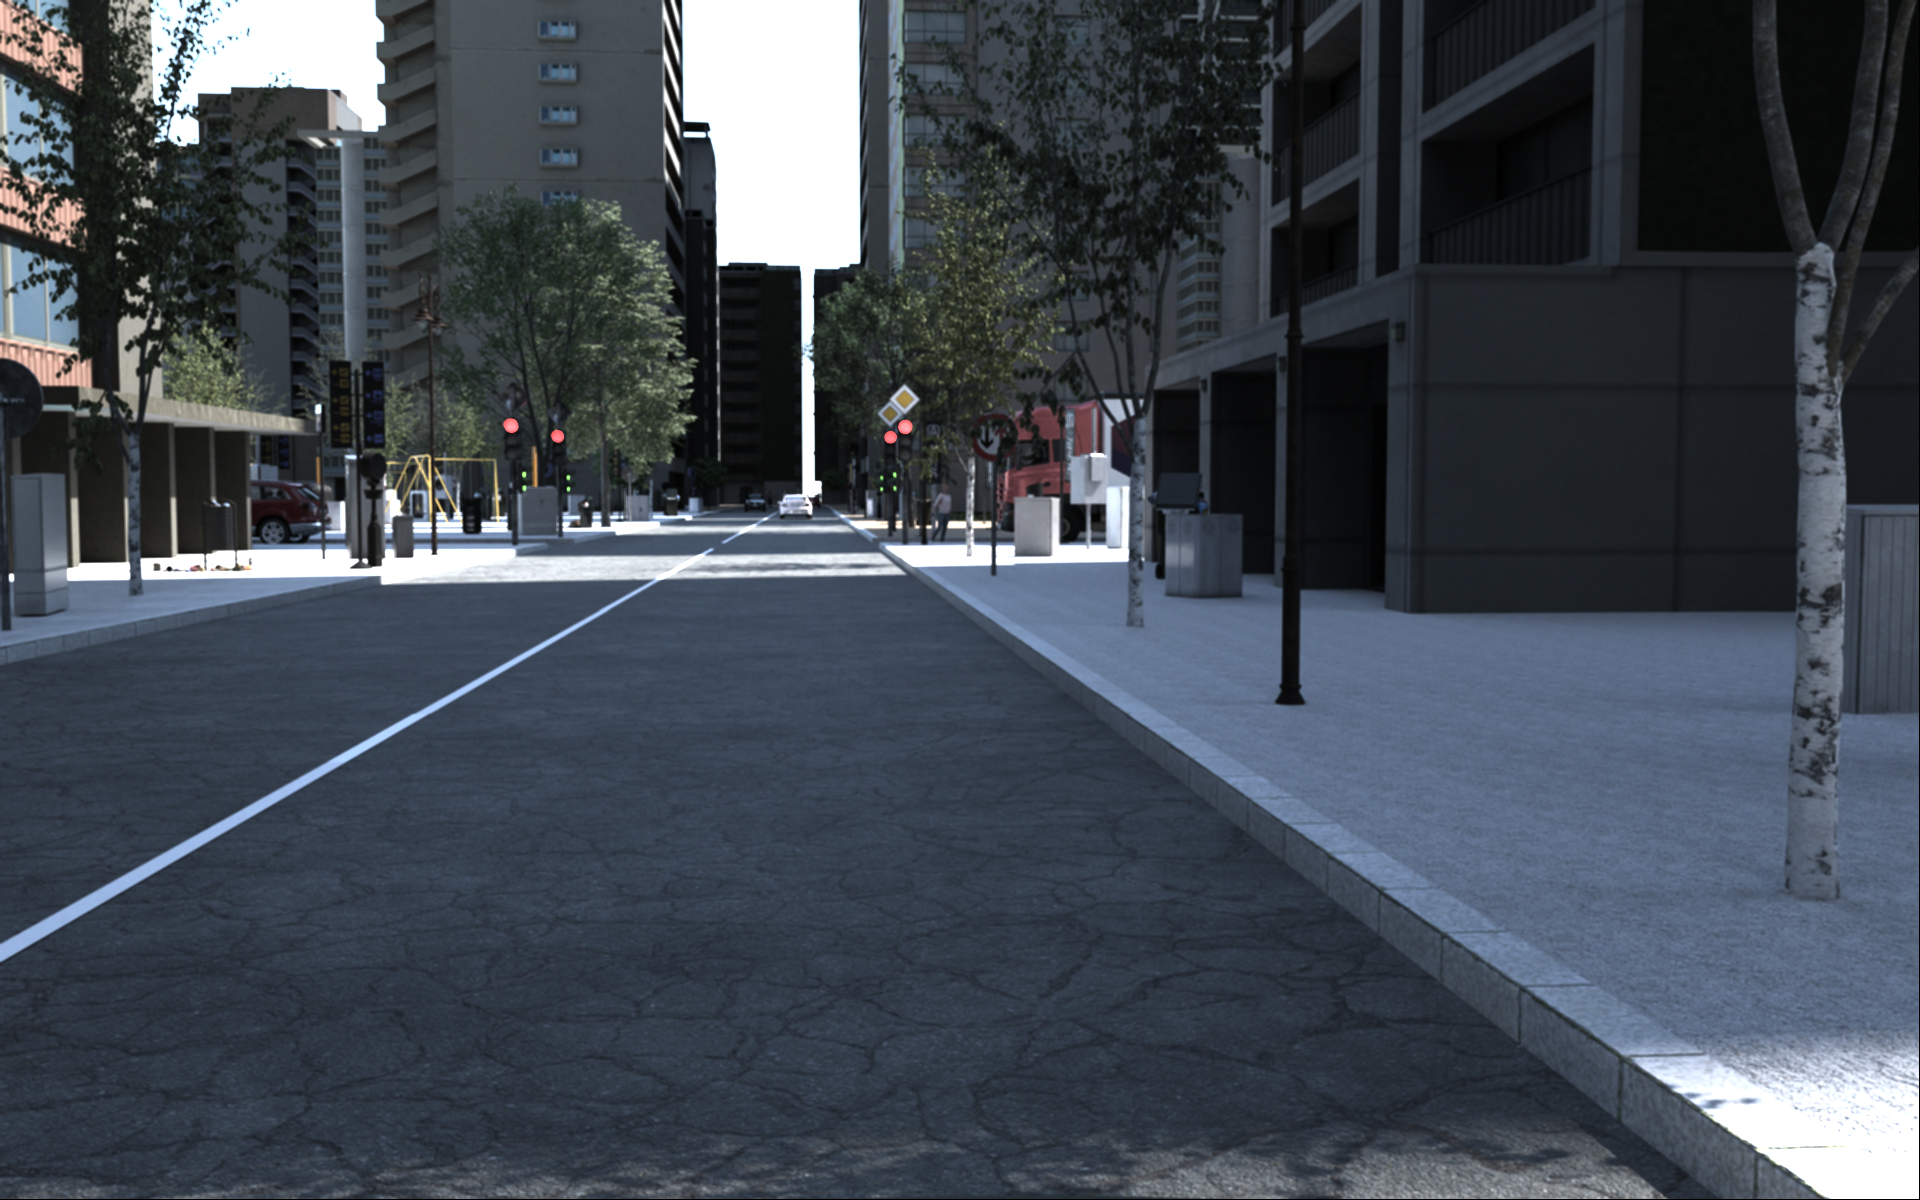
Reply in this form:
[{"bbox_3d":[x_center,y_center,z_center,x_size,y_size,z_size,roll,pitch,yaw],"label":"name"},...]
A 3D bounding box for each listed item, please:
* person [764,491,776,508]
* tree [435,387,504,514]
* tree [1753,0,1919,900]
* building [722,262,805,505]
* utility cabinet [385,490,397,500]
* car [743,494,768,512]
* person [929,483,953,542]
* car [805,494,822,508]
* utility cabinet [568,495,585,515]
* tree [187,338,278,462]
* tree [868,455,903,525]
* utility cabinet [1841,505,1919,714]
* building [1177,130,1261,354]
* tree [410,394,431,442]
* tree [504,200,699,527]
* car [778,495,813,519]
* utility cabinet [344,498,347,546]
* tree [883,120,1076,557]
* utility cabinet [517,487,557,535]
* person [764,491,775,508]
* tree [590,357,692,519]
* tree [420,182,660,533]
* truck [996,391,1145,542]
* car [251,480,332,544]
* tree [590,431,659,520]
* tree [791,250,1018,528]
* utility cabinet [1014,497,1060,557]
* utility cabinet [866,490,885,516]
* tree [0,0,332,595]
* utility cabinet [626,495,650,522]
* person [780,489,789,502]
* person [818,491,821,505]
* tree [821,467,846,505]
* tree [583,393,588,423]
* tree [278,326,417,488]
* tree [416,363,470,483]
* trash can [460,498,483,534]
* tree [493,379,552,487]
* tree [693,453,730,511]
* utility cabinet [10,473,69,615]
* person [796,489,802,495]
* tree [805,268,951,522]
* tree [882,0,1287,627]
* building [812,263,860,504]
[{"bbox_3d":[-20.205,-10.697,184.127,1.217,1.736,0.721,-1,4,-17],"label":"person"},{"bbox_3d":[-33.138,-10.023,114.244,4.737,8.622,4.395,0,3,0],"label":"tree"},{"bbox_3d":[2.718,-3.345,5.046,4.360,8.622,3.978,0,3,0],"label":"tree"},{"bbox_3d":[-26.753,-27.321,218.395,14.107,30.474,14.160,0,4,-5],"label":"building"},{"bbox_3d":[-29.529,-4.946,89.544,0.318,1.500,1.173,0,4,6],"label":"utility cabinet"},{"bbox_3d":[-16.732,-8.056,141.500,2.009,1.686,4.222,0,4,-6],"label":"car"},{"bbox_3d":[-0.594,-2.327,47.225,0.598,1.740,0.731,2,4,32],"label":"person"},{"bbox_3d":[-15.562,-10.563,181.750,2.155,1.783,4.494,0,4,-3],"label":"car"},{"bbox_3d":[-23.451,-5.798,105.952,1.020,1.237,0.306,-3,5,-42],"label":"utility cabinet"},{"bbox_3d":[-34.166,-8.024,81.560,4.360,8.622,3.978,0,3,0],"label":"tree"},{"bbox_3d":[-2.829,-4.788,72.887,1.663,3.219,1.824,0,3,0],"label":"tree"},{"bbox_3d":[5.691,0.054,10.276,1.020,1.237,0.306,-1,4,-12],"label":"utility cabinet"},{"bbox_3d":[34.851,-30.365,188.344,23.993,40.220,32.217,0,4,-5],"label":"building"},{"bbox_3d":[-35.645,-9.618,107.618,4.737,8.622,4.395,0,3,0],"label":"tree"},{"bbox_3d":[-14.300,-9.146,67.658,7.486,12.596,7.792,0,3,0],"label":"tree"},{"bbox_3d":[-9.593,-5.424,101.039,2.083,1.381,4.827,0,4,-6],"label":"car"},{"bbox_3d":[-15.035,-1.970,43.364,0.306,1.237,1.020,0,4,8],"label":"utility cabinet"},{"bbox_3d":[0.269,-5.185,35.136,4.737,8.622,4.395,0,3,0],"label":"tree"},{"bbox_3d":[-13.036,-2.739,53.461,1.173,1.500,0.318,-3,4,-39],"label":"utility cabinet"},{"bbox_3d":[-20.086,-10.606,182.622,1.217,1.736,0.721,-1,4,-20],"label":"person"},{"bbox_3d":[-16.123,-8.578,90.612,4.737,8.622,4.395,0,3,0],"label":"tree"},{"bbox_3d":[-13.805,-8.040,57.205,9.928,11.665,9.643,0,3,0],"label":"tree"},{"bbox_3d":[6.035,-3.651,48.615,11.283,4.237,2.839,0,4,-5],"label":"truck"},{"bbox_3d":[-20.076,-2.379,47.568,5.304,1.827,2.281,0,4,-3],"label":"car"},{"bbox_3d":[-16.348,-6.182,84.782,4.285,4.588,4.351,0,3,0],"label":"tree"},{"bbox_3d":[-1.920,-8.038,65.833,8.767,10.594,7.601,-1,4,-18],"label":"tree"},{"bbox_3d":[1.585,-1.498,35.661,1.020,1.237,0.306,3,5,44],"label":"utility cabinet"},{"bbox_3d":[-4.822,-5.577,99.862,1.173,1.500,0.318,-1,4,-20],"label":"utility cabinet"},{"bbox_3d":[-10.437,-4.383,22.022,4.737,8.622,4.395,0,3,0],"label":"tree"},{"bbox_3d":[-15.074,-4.276,81.072,1.020,1.237,0.306,0,4,8],"label":"utility cabinet"},{"bbox_3d":[-12.251,-6.834,120.586,0.716,1.782,0.532,2,4,32],"label":"person"},{"bbox_3d":[-16.213,-11.639,199.461,0.621,1.740,0.551,-1,4,-17],"label":"person"},{"bbox_3d":[-14.890,-13.493,204.331,4.285,4.588,4.351,0,3,0],"label":"tree"},{"bbox_3d":[-19.273,-9.032,98.030,4.737,8.622,4.395,0,3,0],"label":"tree"},{"bbox_3d":[-26.628,-7.653,75.488,4.360,8.622,3.978,0,3,0],"label":"tree"},{"bbox_3d":[-30.007,-9.047,98.277,4.360,8.622,3.978,0,3,0],"label":"tree"},{"bbox_3d":[-15.698,-2.694,55.694,0.748,1.137,0.748,0,3,0],"label":"trash can"},{"bbox_3d":[-26.507,-9.552,106.537,4.360,8.622,3.978,0,3,0],"label":"tree"},{"bbox_3d":[-19.643,-9.259,135.098,4.285,4.588,4.351,0,3,0],"label":"tree"},{"bbox_3d":[-9.893,-0.607,18.610,0.318,1.500,1.173,-1,4,-17],"label":"utility cabinet"},{"bbox_3d":[-10.365,-6.363,113.210,0.598,1.740,0.731,3,5,43],"label":"person"},{"bbox_3d":[-3.540,-9.475,80.669,9.928,11.665,9.643,0,3,0],"label":"tree"},{"bbox_3d":[1.596,-4.062,16.784,4.360,8.622,3.978,0,3,0],"label":"tree"},{"bbox_3d":[-11.681,-27.395,219.613,14.107,30.474,14.160,0,4,-5],"label":"building"}]
